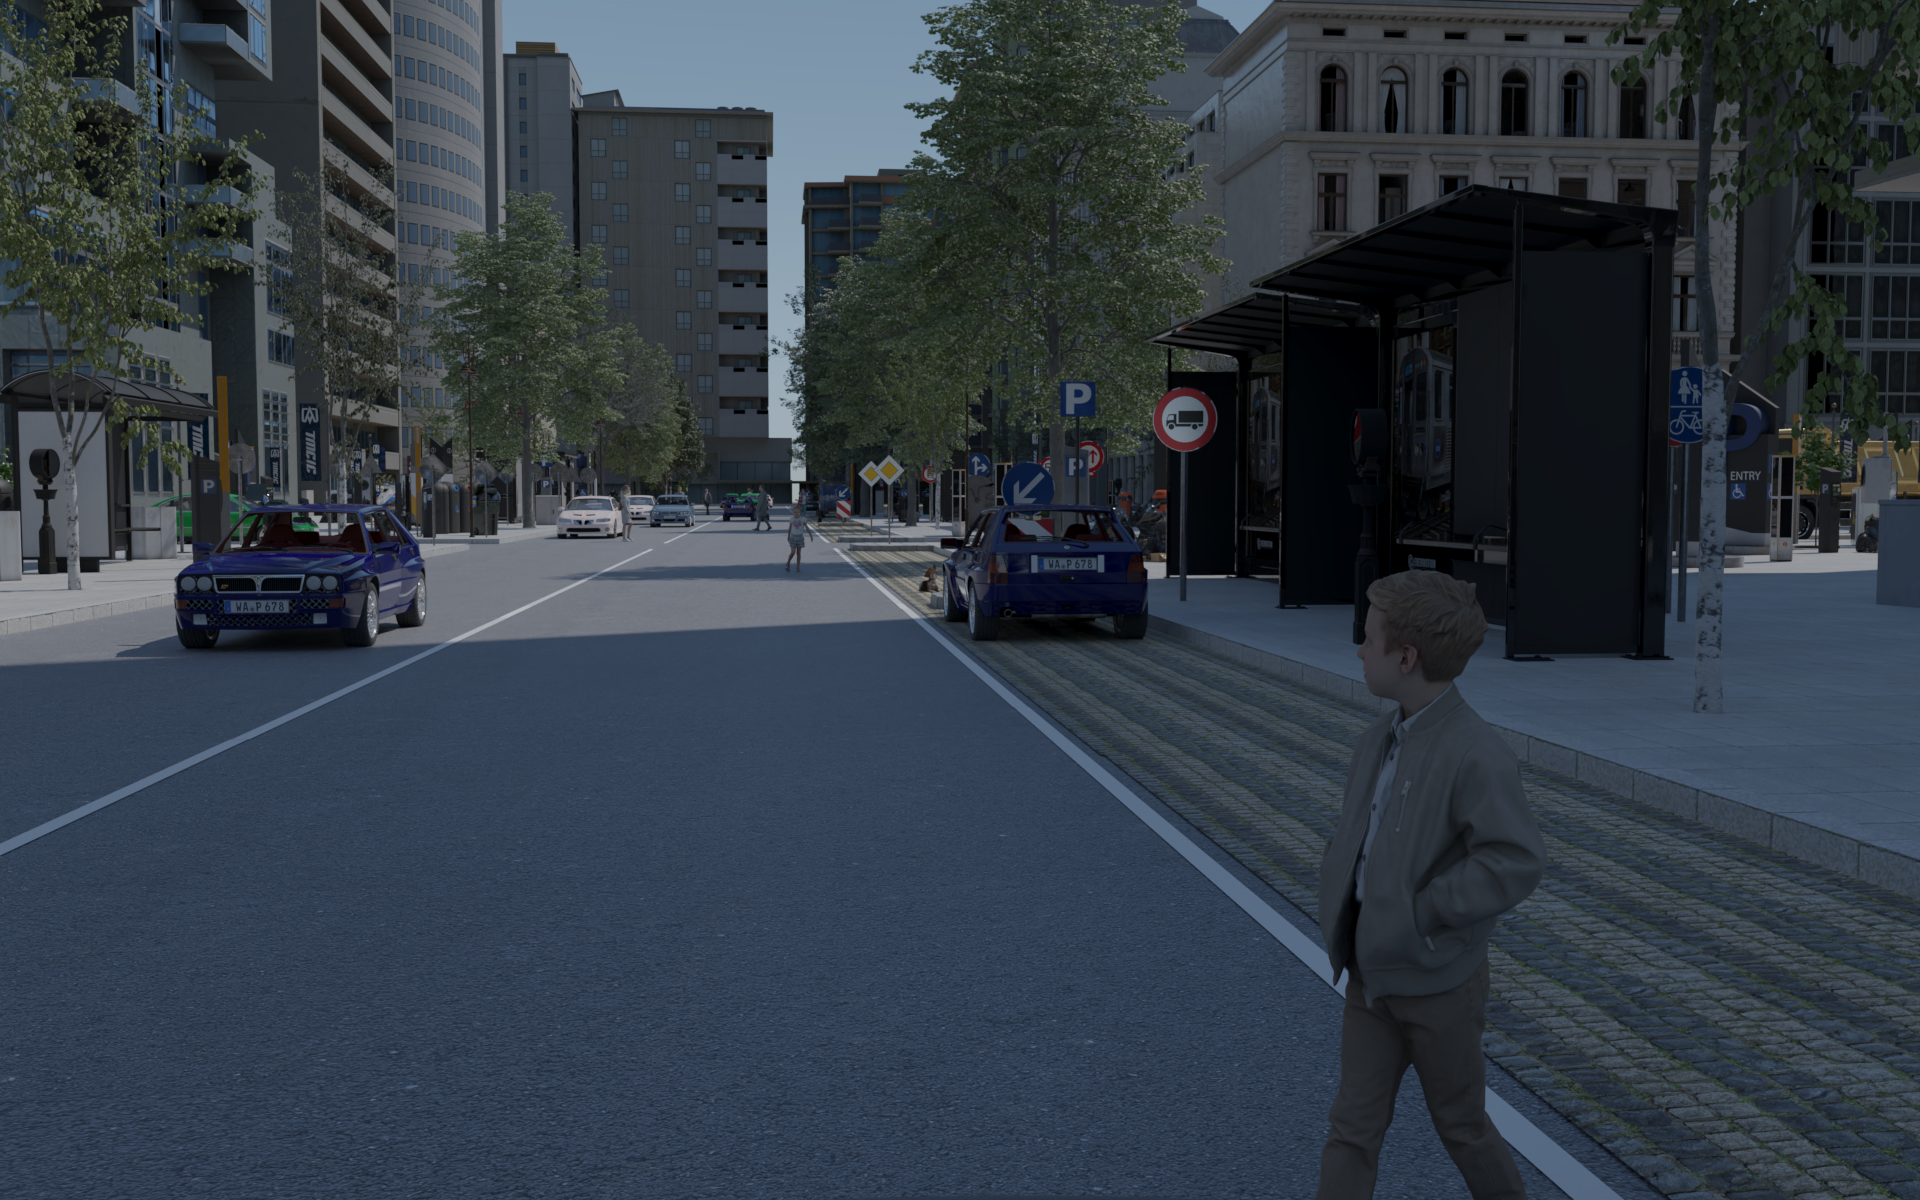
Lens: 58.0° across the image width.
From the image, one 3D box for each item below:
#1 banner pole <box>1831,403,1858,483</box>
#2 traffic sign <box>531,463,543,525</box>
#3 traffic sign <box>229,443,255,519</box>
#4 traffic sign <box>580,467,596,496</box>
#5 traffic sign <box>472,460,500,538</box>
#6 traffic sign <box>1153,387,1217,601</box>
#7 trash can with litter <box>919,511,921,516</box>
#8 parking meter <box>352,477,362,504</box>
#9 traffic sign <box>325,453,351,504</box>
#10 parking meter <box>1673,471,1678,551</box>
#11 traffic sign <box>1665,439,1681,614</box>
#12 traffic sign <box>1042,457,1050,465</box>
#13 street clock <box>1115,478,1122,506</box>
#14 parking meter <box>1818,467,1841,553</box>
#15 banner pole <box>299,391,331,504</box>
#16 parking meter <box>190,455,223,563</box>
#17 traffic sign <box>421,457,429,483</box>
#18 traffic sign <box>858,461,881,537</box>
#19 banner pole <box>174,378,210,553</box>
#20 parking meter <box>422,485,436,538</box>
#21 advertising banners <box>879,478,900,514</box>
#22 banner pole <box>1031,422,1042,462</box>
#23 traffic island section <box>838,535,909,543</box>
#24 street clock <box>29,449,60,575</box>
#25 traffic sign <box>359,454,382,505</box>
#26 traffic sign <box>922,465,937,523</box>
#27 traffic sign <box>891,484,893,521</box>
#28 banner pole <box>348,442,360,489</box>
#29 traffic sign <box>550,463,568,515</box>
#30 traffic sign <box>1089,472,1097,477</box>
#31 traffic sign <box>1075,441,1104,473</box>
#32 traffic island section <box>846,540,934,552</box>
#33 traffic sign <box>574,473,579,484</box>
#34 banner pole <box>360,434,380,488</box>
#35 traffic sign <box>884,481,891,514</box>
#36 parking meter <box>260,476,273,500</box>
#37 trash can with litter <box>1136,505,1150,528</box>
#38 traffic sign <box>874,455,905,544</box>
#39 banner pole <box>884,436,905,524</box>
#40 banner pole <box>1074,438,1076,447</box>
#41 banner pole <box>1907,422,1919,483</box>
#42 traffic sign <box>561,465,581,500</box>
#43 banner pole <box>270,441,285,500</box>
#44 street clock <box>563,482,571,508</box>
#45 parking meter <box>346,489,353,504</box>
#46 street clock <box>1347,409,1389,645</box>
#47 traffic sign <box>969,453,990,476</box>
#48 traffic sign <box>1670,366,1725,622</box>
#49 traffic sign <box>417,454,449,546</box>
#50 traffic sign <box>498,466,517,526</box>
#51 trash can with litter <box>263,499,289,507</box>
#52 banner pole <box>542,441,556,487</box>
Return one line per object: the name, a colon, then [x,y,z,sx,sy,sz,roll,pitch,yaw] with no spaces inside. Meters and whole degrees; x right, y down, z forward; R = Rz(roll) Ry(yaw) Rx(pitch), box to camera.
banner pole: [24.279,-3.529,47.717,0.863,3.779,0.401,3,4,36]
traffic sign: [-17.734,-4.401,72.063,0.768,2.556,0.104,0,4,-6]
traffic sign: [-18.052,-2.650,43.436,0.768,2.556,0.104,0,4,-1]
traffic sign: [-17.739,-5.050,82.673,0.768,2.556,0.104,0,4,-4]
traffic sign: [-13.952,-2.895,50.982,0.795,2.450,0.064,0,4,-6]
traffic sign: [2.678,-1.260,20.699,0.768,2.556,0.104,0,4,2]
trash can with litter: [-2.103,-6.342,114.745,2.233,1.210,1.678,-1,4,-18]
parking meter: [-20.277,-3.217,58.305,0.255,1.863,0.399,-2,4,-29]
traffic sign: [-18.660,-3.173,51.988,0.768,2.556,0.104,0,4,0]
parking meter: [15.977,-2.025,38.821,0.399,1.863,0.255,1,4,20]
traffic sign: [7.605,-1.128,18.548,0.768,2.556,0.104,0,4,-5]
traffic sign: [3.092,-3.604,59.029,0.768,2.556,0.104,0,4,3]
street clock: [7.178,-4.515,78.389,0.358,2.002,0.471,-1,4,-8]
parking meter: [19.002,-1.965,37.832,0.255,1.863,0.399,-1,4,-15]
banner pole: [-15.550,-3.177,41.960,0.863,3.779,0.401,-1,4,-21]
parking meter: [-11.376,-1.252,26.178,0.399,1.863,0.255,-3,5,-42]
traffic sign: [-18.091,-3.595,58.892,0.768,2.556,0.104,0,4,-1]
traffic sign: [-2.672,-2.969,52.185,0.795,2.450,0.064,0,4,-6]
banner pole: [-16.698,-2.911,37.609,0.863,3.779,0.401,-3,5,-39]
parking meter: [-15.576,-2.593,50.808,0.372,1.533,0.369,0,3,0]
advertising banners: [-4.379,-6.948,109.789,2.074,3.025,0.090,-3,5,-40]
banner pole: [2.680,-4.287,60.101,0.401,3.779,0.863,2,4,31]
traffic island section: [-2.649,-1.834,52.264,2.009,0.180,2.903,0,4,-6]
street clock: [-14.591,-1.412,27.652,0.358,2.002,0.471,0,4,5]
traffic sign: [-18.949,-3.408,55.722,0.884,2.594,0.081,0,3,0]
traffic sign: [-1.306,-4.668,76.425,0.768,2.556,0.104,0,4,-1]
traffic sign: [-3.198,-4.996,81.783,0.768,2.556,0.104,0,4,1]
banner pole: [-29.135,-5.711,83.395,0.401,3.779,0.863,3,5,40]
traffic sign: [-16.414,-4.332,70.935,0.768,2.556,0.104,0,4,3]
traffic sign: [3.847,-3.325,54.373,0.884,2.594,0.081,0,4,-5]
traffic sign: [3.063,-2.534,41.538,0.768,2.556,0.104,0,4,-3]
traffic island section: [-1.785,-1.348,44.326,2.009,0.180,2.903,0,4,-6]
traffic sign: [-19.894,-5.550,90.749,0.884,2.594,0.081,0,4,3]
banner pole: [-24.639,-5.067,72.865,0.401,3.779,0.863,1,4,21]
traffic sign: [-4.342,-6.576,107.628,0.768,2.556,0.104,0,4,3]
parking meter: [-22.135,-3.036,55.344,0.399,1.863,0.255,3,5,40]
trash can with litter: [6.948,-3.140,62.721,1.055,1.170,0.624,-2,4,-27]
traffic sign: [-1.808,-2.483,44.246,0.795,2.450,0.064,0,4,-6]
banner pole: [-2.852,-5.188,74.843,0.863,3.779,0.401,-1,4,-9]
banner pole: [5.311,-5.334,77.221,0.863,3.779,0.401,-3,4,-37]
banner pole: [32.785,-4.276,59.935,0.863,3.779,0.401,2,4,25]
traffic sign: [-17.258,-4.704,76.908,0.884,2.594,0.081,0,4,0]
banner pole: [-31.949,-5.581,81.261,0.863,3.779,0.401,0,4,-2]
street clock: [-17.743,-4.509,78.298,0.358,2.002,0.471,-2,4,-33]
parking meter: [-27.864,-4.331,79.215,0.372,1.533,0.369,0,3,0]
street clock: [3.474,-0.624,14.765,0.358,2.002,0.471,0,4,2]
traffic sign: [0.564,-3.315,54.309,0.768,2.556,0.104,0,4,3]
traffic sign: [7.252,-1.054,17.334,0.768,2.556,0.104,0,4,-1]
traffic sign: [-13.088,-2.410,43.043,0.795,2.450,0.064,0,4,-6]
traffic sign: [-18.354,-4.223,70.235,0.795,2.450,0.064,0,4,-5]
trash can with litter: [-14.477,-1.541,36.586,0.624,1.170,1.055,0,4,-5]
banner pole: [-18.976,-5.495,79.863,0.863,3.779,0.401,-3,5,-43]
